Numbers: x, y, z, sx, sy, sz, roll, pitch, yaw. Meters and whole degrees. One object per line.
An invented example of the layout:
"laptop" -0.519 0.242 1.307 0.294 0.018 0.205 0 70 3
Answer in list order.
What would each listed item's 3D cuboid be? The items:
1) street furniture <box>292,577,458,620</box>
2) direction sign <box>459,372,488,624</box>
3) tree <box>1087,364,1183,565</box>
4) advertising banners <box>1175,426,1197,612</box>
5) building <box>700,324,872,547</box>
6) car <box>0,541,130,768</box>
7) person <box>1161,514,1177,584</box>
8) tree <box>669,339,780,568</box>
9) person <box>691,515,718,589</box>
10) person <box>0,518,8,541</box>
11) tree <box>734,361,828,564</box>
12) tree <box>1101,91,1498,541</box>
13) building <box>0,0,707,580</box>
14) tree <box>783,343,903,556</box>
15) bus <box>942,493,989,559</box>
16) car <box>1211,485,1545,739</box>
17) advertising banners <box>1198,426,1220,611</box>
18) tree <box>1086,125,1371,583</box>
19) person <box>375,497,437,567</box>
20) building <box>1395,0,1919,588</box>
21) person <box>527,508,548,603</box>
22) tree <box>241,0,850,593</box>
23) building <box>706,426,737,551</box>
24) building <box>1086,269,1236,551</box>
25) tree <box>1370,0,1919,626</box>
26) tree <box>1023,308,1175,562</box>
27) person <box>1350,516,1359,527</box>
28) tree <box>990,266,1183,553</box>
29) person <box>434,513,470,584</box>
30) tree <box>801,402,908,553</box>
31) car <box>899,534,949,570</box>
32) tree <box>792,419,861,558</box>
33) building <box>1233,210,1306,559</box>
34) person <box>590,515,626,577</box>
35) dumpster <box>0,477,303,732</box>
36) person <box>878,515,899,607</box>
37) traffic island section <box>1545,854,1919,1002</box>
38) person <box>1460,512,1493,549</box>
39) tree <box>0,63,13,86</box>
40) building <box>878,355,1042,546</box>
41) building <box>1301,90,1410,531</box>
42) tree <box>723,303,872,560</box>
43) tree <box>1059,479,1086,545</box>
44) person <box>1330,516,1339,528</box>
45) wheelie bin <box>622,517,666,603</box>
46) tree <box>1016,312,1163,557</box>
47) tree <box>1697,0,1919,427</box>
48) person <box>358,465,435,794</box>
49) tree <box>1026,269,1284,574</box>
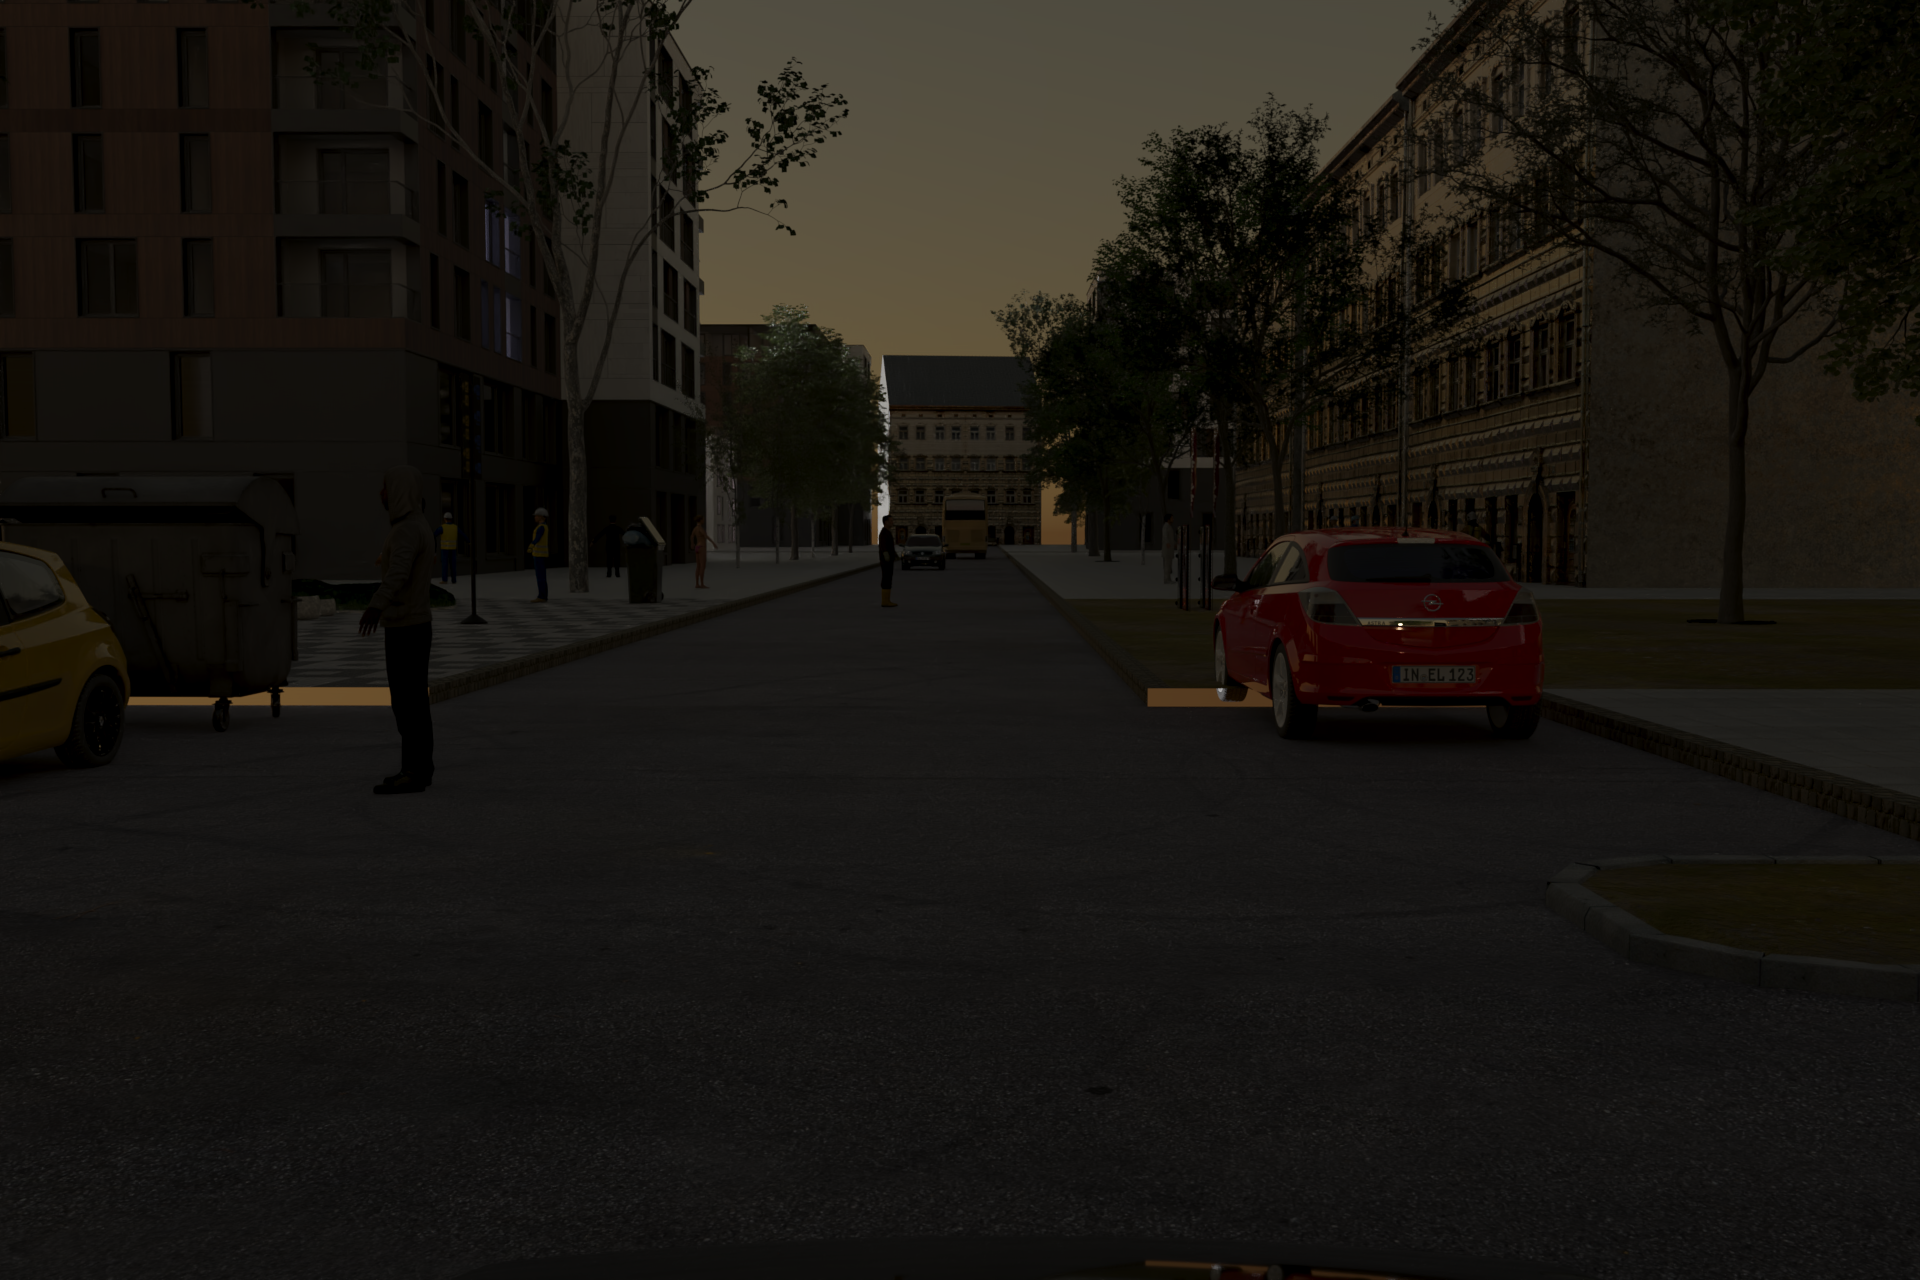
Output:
"street furniture" -11.776 -0.755 27.970 5.734 0.657 10.072 0 4 5
"direction sign" -6.955 -1.999 24.684 0.379 3.537 0.876 0 4 1
"tree" 7.488 -7.406 71.456 4.737 8.622 4.395 0 3 0
"advertising banners" 3.793 -2.010 29.056 0.090 3.025 2.074 0 3 0
"building" -24.363 -20.855 184.959 27.936 21.610 32.646 0 4 1
"car" -6.137 0.057 9.290 2.015 1.641 3.980 0 4 1
"person" 5.429 -2.366 44.874 0.705 1.806 1.347 1 4 15
"tree" -8.100 -6.989 64.628 4.360 8.622 3.978 0 3 0
"person" -6.056 -2.086 40.910 0.721 1.733 1.217 -3 4 -37
"person" -18.292 -1.636 32.943 1.347 1.806 0.705 2 4 33
"tree" -8.127 -7.607 74.730 4.360 8.622 3.978 0 3 0
"tree" 6.771 -6.204 35.846 8.767 10.594 7.601 1 4 17
"building" -25.745 -13.440 63.715 27.936 21.610 32.646 0 4 0
"tree" -7.074 -11.303 102.931 7.486 12.596 7.792 0 3 0
"bus" 0.323 -6.774 102.309 2.896 3.916 12.252 0 4 0
"car" 3.119 -0.279 13.599 2.155 1.783 4.494 0 4 0
"advertising banners" 4.201 -2.023 29.261 0.090 3.025 2.074 0 4 1
"tree" 6.896 -7.274 44.690 9.928 11.665 9.643 0 3 0
"person" -6.392 -0.817 20.075 0.721 1.740 1.216 1 4 13
"building" 24.195 -13.353 49.250 19.493 23.208 18.063 0 4 1
"person" -7.956 -1.595 32.539 0.721 1.772 1.216 0 4 -3
"tree" -8.202 -11.018 36.035 12.611 20.169 13.585 0 3 0
"building" -23.460 -12.592 148.027 9.099 9.664 28.070 0 4 0
"building" 24.726 -18.724 150.115 27.936 21.610 32.646 0 4 1
"tree" 11.072 -6.968 24.291 12.009 13.543 11.850 0 3 0
"tree" 6.736 -9.435 80.023 9.928 11.665 9.643 0 3 0
"person" 11.465 -2.693 50.156 1.347 1.817 0.704 -2 4 -33
"tree" 8.784 -16.030 117.976 12.611 20.169 13.585 0 3 0
"person" -13.165 -2.360 44.549 1.349 1.833 0.705 -3 4 -36
"tree" -7.451 -11.110 116.066 8.767 10.594 7.601 0 4 8
"car" -1.449 -3.671 69.802 2.009 1.686 4.222 0 4 1
"tree" -8.218 -8.819 94.545 4.360 8.622 3.978 0 3 0
"building" 24.711 -15.770 88.774 19.493 23.208 18.063 0 4 1
"person" -10.272 -2.773 51.278 1.347 1.837 0.705 -1 4 -12
"dumpster" -6.051 -0.292 12.984 1.865 1.857 1.264 0 4 1
"person" -1.401 -1.559 34.092 0.704 1.812 1.346 0 4 6
"traffic island section" 3.249 1.014 6.291 1.991 0.108 1.994 0 4 1
"person" 13.135 -2.369 44.507 1.354 1.858 0.705 -1 4 -14
"tree" -11.328 -4.833 13.436 7.601 10.594 8.767 -1 4 -14
"building" -0.413 -23.159 212.034 18.063 23.208 19.493 0 4 -7
"building" 24.679 -14.546 68.763 19.493 23.208 18.063 0 4 0
"tree" -8.115 -10.261 85.901 7.486 12.596 7.792 0 3 0
"tree" 15.320 -17.542 204.939 7.486 12.596 7.792 0 3 0
"person" 11.567 -2.925 53.673 0.705 1.847 1.347 -1 4 -18
"wheelie bin" -5.881 -1.486 32.207 0.693 1.594 0.980 0 4 3
"tree" 7.685 -11.753 98.825 9.857 13.997 8.962 0 3 0
"tree" 9.647 -5.797 12.916 7.486 12.596 7.792 0 3 0
"person" -3.121 -0.068 9.691 0.705 1.813 1.348 -1 4 -9
"tree" 6.634 -7.452 56.256 8.767 10.594 7.601 -2 4 -24
